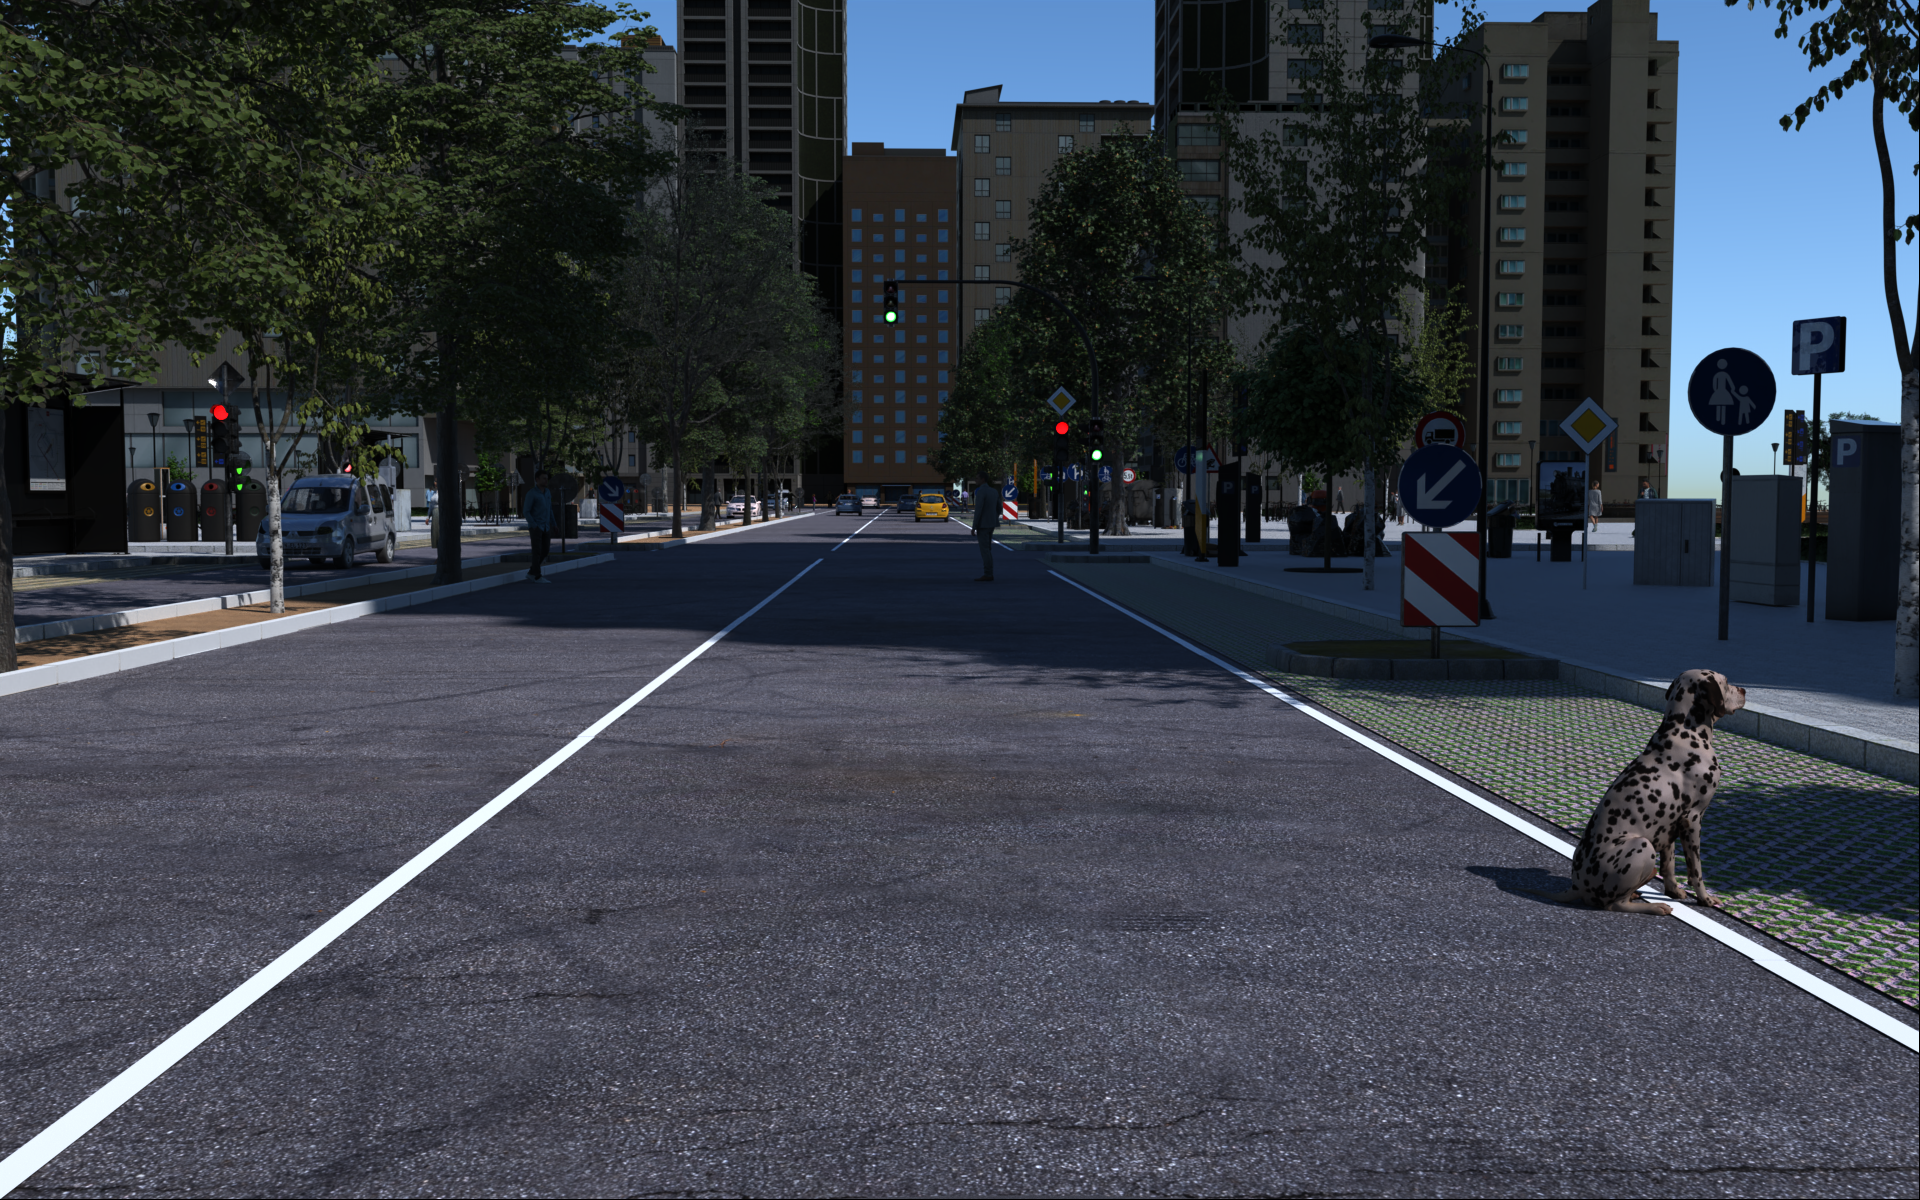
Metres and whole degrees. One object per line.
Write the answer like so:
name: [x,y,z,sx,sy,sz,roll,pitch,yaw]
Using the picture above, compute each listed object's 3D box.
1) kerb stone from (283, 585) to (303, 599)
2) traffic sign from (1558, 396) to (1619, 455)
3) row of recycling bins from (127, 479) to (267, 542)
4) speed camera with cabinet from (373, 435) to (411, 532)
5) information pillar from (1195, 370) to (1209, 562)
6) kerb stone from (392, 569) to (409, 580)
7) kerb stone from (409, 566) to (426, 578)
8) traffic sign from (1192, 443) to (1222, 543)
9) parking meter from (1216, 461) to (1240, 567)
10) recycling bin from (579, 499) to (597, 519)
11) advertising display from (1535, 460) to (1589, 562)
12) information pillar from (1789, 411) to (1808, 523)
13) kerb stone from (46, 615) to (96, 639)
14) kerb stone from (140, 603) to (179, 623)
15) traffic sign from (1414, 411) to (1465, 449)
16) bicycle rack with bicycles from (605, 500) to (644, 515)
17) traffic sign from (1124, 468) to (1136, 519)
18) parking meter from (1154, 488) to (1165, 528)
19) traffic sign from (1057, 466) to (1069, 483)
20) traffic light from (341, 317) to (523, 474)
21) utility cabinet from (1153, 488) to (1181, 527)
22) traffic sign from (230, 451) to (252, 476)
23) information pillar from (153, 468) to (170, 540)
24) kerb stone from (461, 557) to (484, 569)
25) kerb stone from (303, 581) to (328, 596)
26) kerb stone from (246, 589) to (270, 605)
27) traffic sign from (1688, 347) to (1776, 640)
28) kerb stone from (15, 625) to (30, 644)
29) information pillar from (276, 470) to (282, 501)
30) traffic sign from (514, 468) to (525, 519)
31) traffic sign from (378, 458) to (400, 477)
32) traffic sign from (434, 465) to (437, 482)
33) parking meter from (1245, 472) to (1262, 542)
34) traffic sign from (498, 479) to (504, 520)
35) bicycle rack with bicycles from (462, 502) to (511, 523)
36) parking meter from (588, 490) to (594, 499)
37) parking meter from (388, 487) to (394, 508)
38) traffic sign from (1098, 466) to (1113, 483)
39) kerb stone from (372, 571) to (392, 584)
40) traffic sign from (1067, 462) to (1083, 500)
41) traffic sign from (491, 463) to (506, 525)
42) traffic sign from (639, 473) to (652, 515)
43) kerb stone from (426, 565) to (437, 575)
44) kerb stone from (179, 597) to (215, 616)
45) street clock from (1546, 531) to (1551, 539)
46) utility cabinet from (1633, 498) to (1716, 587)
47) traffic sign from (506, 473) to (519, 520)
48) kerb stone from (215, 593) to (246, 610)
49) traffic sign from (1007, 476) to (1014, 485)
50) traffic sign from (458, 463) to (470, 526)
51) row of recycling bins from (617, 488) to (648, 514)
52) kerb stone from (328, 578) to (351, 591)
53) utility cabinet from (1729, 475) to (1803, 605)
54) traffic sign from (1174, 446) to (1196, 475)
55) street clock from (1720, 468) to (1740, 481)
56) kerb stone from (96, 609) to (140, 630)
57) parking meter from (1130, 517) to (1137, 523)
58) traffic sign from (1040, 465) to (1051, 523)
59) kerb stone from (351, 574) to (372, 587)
kerb stone: [-9.263,-0.091,23.691,0.120,0.150,1.000,0,4,-2]
traffic sign: [8.442,-1.439,23.261,0.795,2.593,0.064,0,4,4]
row of recycling bins: [-20.531,-2.418,46.641,3.534,1.692,1.069,-1,4,-12]
speed camera with cabinet: [-19.187,-3.924,58.487,0.660,3.252,2.038,0,4,2]
information pillar: [4.584,-2.540,32.890,0.183,3.616,0.504,0,4,-7]
kerb stone: [-9.414,-0.398,28.822,0.120,0.150,1.000,0,4,-2]
kerb stone: [-9.441,-0.468,29.845,0.120,0.150,1.000,0,4,-2]
traffic sign: [6.325,-2.693,44.042,0.884,2.594,0.081,0,4,1]
parking meter: [4.736,-1.526,30.664,0.399,1.863,0.255,1,4,13]
recycling bin: [-19.537,-4.797,90.988,0.722,1.027,0.722,1,4,9]
advertising display: [11.429,-1.693,32.892,0.974,1.923,0.123,0,4,0]
information pillar: [23.289,-3.476,48.184,0.504,3.616,0.183,0,4,-6]
kerb stone: [-9.071,0.288,17.525,0.120,0.150,1.000,0,4,-2]
kerb stone: [-9.135,0.160,19.585,0.120,0.150,1.000,0,4,-2]
traffic sign: [7.342,-1.619,26.581,0.768,2.556,0.104,0,4,4]
bicycle rack with bicycles: [-20.669,-5.605,105.017,2.925,0.926,2.852,-1,4,-14]
traffic sign: [8.191,-5.160,84.467,0.768,2.556,0.104,0,4,1]
parking meter: [7.647,-3.546,66.387,0.372,1.533,0.369,0,3,0]
traffic sign: [4.523,-4.766,78.037,0.768,2.556,0.104,0,4,7]
traffic light: [-13.558,-4.272,44.520,4.771,5.953,1.251,0,4,-2]
utility cabinet: [8.032,-3.579,67.192,0.318,1.500,1.173,-3,5,-45]
traffic sign: [-21.246,-3.119,51.110,0.768,2.556,0.104,0,4,7]
information pillar: [-22.300,-2.687,48.418,0.304,2.012,0.304,2,4,25]
kerb stone: [-9.572,-0.719,33.949,0.120,0.150,1.000,0,4,-2]
kerb stone: [-9.281,-0.152,24.720,0.120,0.150,1.000,0,4,-2]
kerb stone: [-9.224,-0.029,22.665,0.120,0.150,1.000,0,4,-2]
traffic sign: [6.717,-0.921,15.166,0.768,2.556,0.104,0,3,0]
kerb stone: [-9.049,0.348,16.504,0.120,0.150,1.000,0,4,-2]
information pillar: [-20.954,-2.968,53.016,0.304,2.012,0.304,0,4,-4]
traffic sign: [-22.504,-5.374,87.863,0.884,2.594,0.081,0,4,7]
traffic sign: [-19.891,-3.687,60.388,0.768,2.556,0.104,0,4,0]
traffic sign: [-18.133,-3.581,60.680,0.606,2.300,0.079,0,4,3]
parking meter: [7.804,-2.464,45.993,0.399,1.863,0.255,0,4,-6]
traffic sign: [-22.653,-5.182,84.824,0.768,2.556,0.104,0,4,3]
bicycle rack with bicycles: [-21.423,-3.906,77.245,2.852,0.926,2.925,-2,4,-25]
parking meter: [-24.112,-6.415,113.299,0.372,1.533,0.369,0,3,0]
parking meter: [-18.652,-2.938,56.439,0.372,1.533,0.369,0,3,0]
traffic sign: [6.608,-4.777,78.213,0.768,2.556,0.104,0,4,2]
kerb stone: [-9.375,-0.343,27.800,0.120,0.150,1.000,0,4,-2]
traffic sign: [4.610,-4.170,68.284,0.768,2.556,0.104,0,4,1]
traffic sign: [-18.850,-4.303,70.462,0.768,2.556,0.104,0,4,-1]
traffic sign: [-19.303,-6.495,106.298,0.768,2.556,0.104,0,4,6]
kerb stone: [-9.476,-0.530,30.867,0.120,0.150,1.000,0,4,-2]
kerb stone: [-9.163,0.097,20.608,0.120,0.150,1.000,0,4,-2]
street clock: [16.730,-2.717,48.996,0.358,2.002,0.471,-2,4,-27]
utility cabinet: [10.039,-0.806,24.342,1.020,1.237,0.306,2,4,34]
traffic sign: [-21.703,-5.010,84.050,0.606,2.300,0.079,0,4,1]
kerb stone: [-9.197,0.034,21.632,0.120,0.150,1.000,0,4,-2]
traffic sign: [3.360,-7.032,115.086,0.768,2.556,0.104,0,4,6]
traffic sign: [-20.337,-4.308,70.539,0.768,2.556,0.104,0,4,5]
row of recycling bins: [-21.792,-6.521,113.725,1.069,1.692,3.534,2,4,25]
kerb stone: [-9.312,-0.217,25.741,0.120,0.150,1.000,0,4,-2]
utility cabinet: [9.378,-0.705,20.200,0.318,1.500,1.173,0,4,-2]
traffic sign: [5.989,-2.768,45.368,0.768,2.556,0.104,0,4,5]
street clock: [21.320,-2.655,47.980,0.471,2.002,0.358,-1,4,-12]
kerb stone: [-9.100,0.225,18.551,0.120,0.150,1.000,0,4,-2]
parking meter: [7.728,-4.204,77.139,0.372,1.533,0.369,0,3,0]
traffic sign: [3.946,-4.714,77.178,0.768,2.556,0.104,0,4,4]
kerb stone: [-9.352,-0.272,26.770,0.120,0.150,1.000,0,4,-2]
